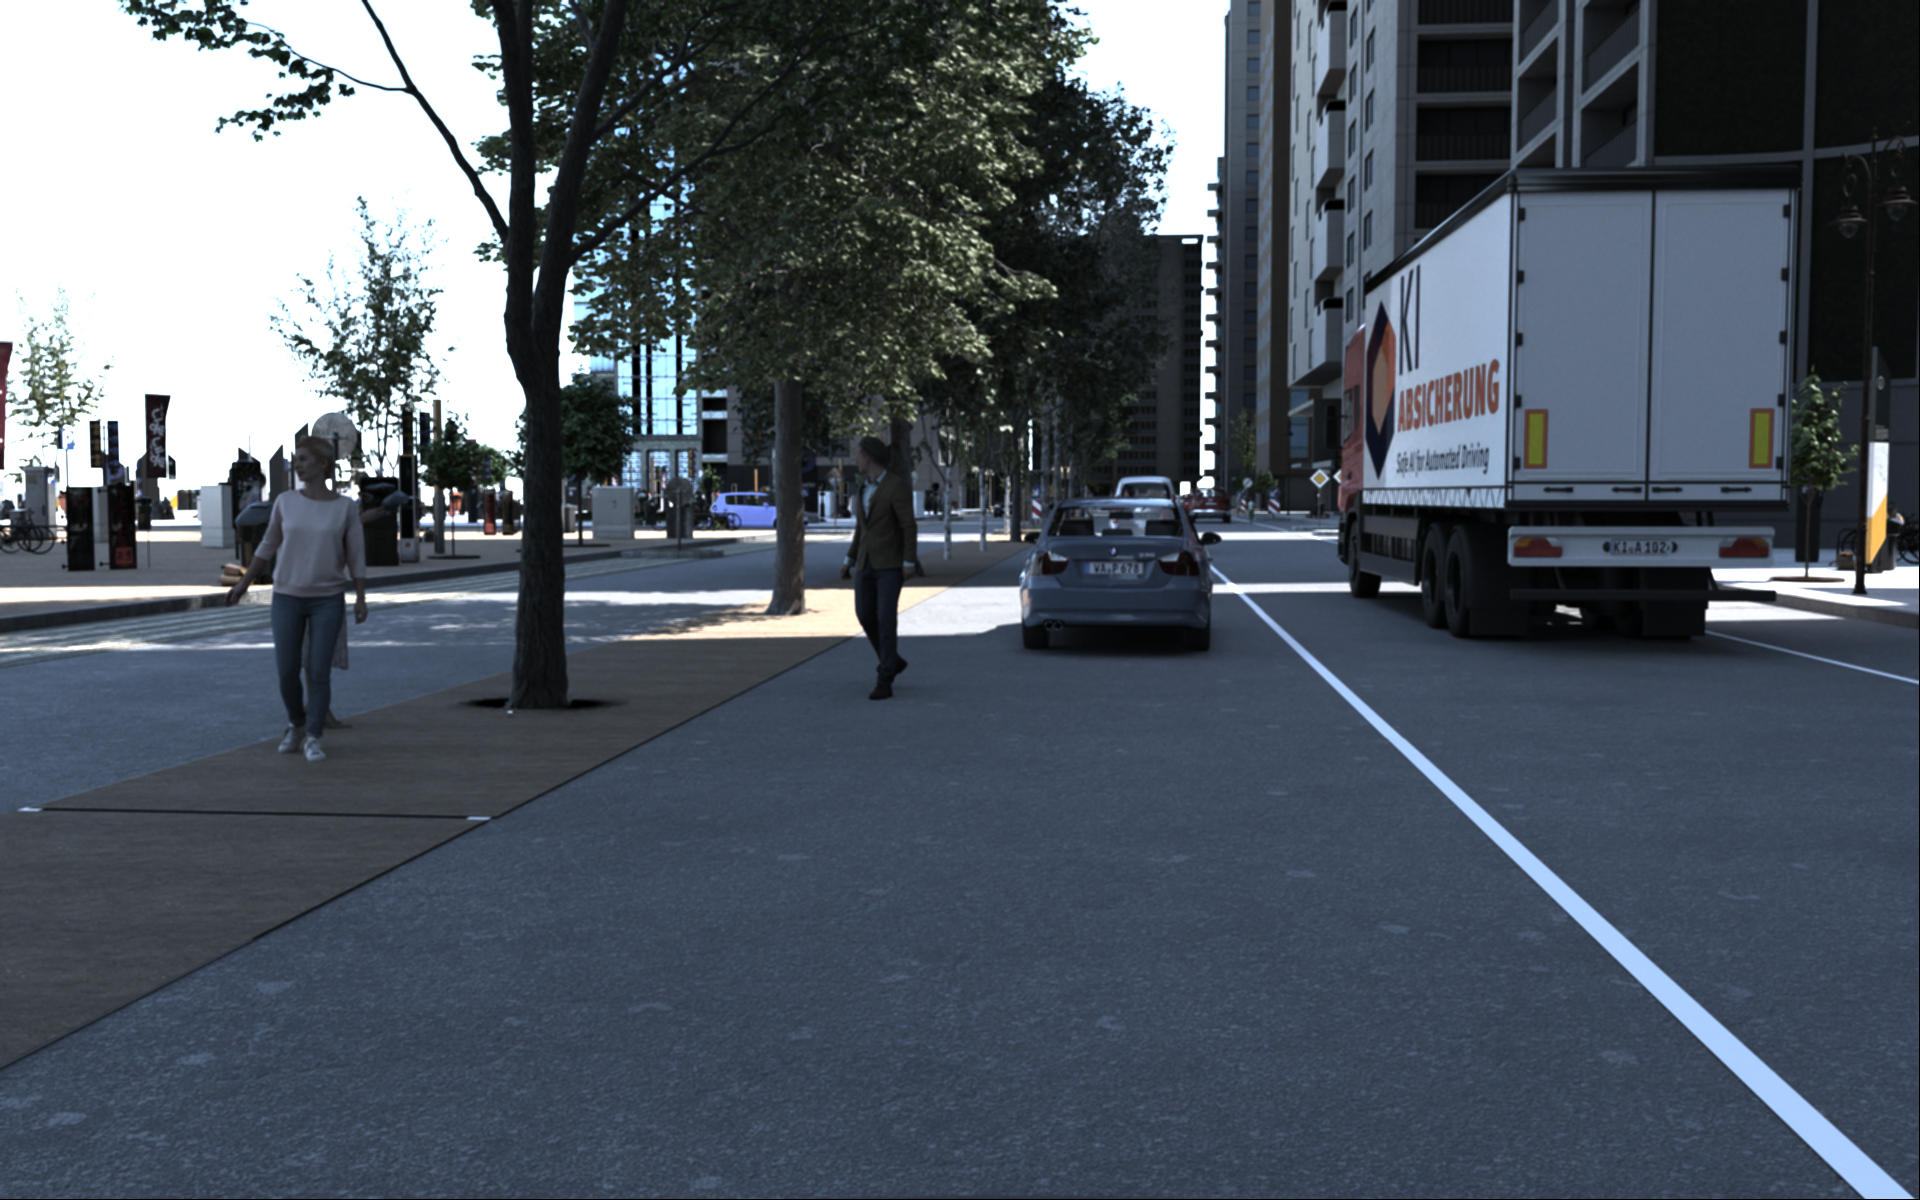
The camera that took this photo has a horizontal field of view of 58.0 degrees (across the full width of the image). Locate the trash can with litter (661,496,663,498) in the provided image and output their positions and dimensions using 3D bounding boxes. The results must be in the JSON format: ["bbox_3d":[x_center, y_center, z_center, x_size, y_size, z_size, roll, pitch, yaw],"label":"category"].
[{"bbox_3d":[-19.542,-6.183,112.143,2.233,1.210,1.678,0,4,5],"label":"trash can with litter"}]

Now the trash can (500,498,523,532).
[{"bbox_3d":[-15.071,-2.848,58.214,0.748,1.137,0.748,0,3,0],"label":"trash can"}]

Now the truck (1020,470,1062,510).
[{"bbox_3d":[6.605,-8.796,139.739,3.469,3.379,9.791,0,4,7],"label":"truck"}]

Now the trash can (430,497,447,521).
[{"bbox_3d":[-23.880,-4.143,79.392,0.748,1.137,0.748,0,3,0],"label":"trash can"}]

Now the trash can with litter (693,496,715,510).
[{"bbox_3d":[-14.794,-5.378,99.312,0.624,1.170,1.055,2,4,32],"label":"trash can with litter"}]

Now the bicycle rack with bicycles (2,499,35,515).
[{"bbox_3d":[-66.842,-6.671,122.446,2.852,0.926,2.925,-3,4,-38],"label":"bicycle rack with bicycles"}]

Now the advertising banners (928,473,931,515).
[{"bbox_3d":[-1.874,-6.722,106.092,0.090,3.025,2.074,0,4,2],"label":"advertising banners"}]

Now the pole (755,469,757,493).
[{"bbox_3d":[-16.652,-9.024,141.393,0.158,3.312,0.155,0,3,0],"label":"pole"}]

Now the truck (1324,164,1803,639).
[{"bbox_3d":[6.338,-1.928,20.436,2.839,4.237,11.283,0,4,4],"label":"truck"}]

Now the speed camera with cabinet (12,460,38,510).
[{"bbox_3d":[-54.655,-6.565,101.670,2.038,3.252,0.660,3,4,38],"label":"speed camera with cabinet"}]

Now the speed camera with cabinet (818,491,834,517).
[{"bbox_3d":[-8.224,-6.381,98.673,2.038,3.252,0.660,1,4,17],"label":"speed camera with cabinet"}]

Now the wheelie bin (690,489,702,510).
[{"bbox_3d":[-15.350,-5.680,100.777,0.693,1.594,0.980,-2,4,-28],"label":"wheelie bin"}]

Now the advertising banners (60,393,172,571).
[{"bbox_3d":[-14.324,-2.038,29.502,0.090,3.025,2.074,2,4,31],"label":"advertising banners"}]

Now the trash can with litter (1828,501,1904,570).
[{"bbox_3d":[15.214,-1.082,29.084,1.055,1.170,0.624,1,4,19],"label":"trash can with litter"}]

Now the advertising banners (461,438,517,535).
[{"bbox_3d":[-14.664,-3.538,54.031,2.074,3.025,0.090,2,4,29],"label":"advertising banners"}]

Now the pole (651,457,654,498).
[{"bbox_3d":[-17.089,-6.266,96.288,0.158,3.312,0.155,0,3,0],"label":"pole"}]

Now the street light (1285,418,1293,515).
[{"bbox_3d":[19.875,-8.067,104.686,0.468,5.910,1.993,0,4,6],"label":"street light"}]

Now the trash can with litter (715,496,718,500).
[{"bbox_3d":[-18.499,-7.327,131.178,0.624,1.170,1.055,3,4,37],"label":"trash can with litter"}]

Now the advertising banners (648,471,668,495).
[{"bbox_3d":[-23.294,-8.318,132.191,2.074,3.025,0.090,1,4,9],"label":"advertising banners"}]

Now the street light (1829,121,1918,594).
[{"bbox_3d":[11.534,-3.012,22.027,0.468,5.910,1.993,0,4,6],"label":"street light"}]

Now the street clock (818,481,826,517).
[{"bbox_3d":[-7.598,-5.568,95.611,0.358,2.002,0.471,-2,4,-35],"label":"street clock"}]

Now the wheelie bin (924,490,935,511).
[{"bbox_3d":[-2.346,-7.696,133.742,0.980,1.594,0.693,1,4,16],"label":"wheelie bin"}]

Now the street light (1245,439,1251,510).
[{"bbox_3d":[23.545,-10.341,141.866,0.468,5.910,1.993,0,4,6],"label":"street light"}]

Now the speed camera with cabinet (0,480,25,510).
[{"bbox_3d":[-60.510,-7.094,110.317,2.038,3.252,0.660,-3,5,-41],"label":"speed camera with cabinet"}]

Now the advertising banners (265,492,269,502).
[{"bbox_3d":[-48.665,-7.630,120.932,2.074,3.025,0.090,2,4,25],"label":"advertising banners"}]

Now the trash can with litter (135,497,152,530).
[{"bbox_3d":[-29.423,-3.108,62.204,0.624,1.170,1.055,-3,4,-39],"label":"trash can with litter"}]

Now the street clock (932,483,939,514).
[{"bbox_3d":[-1.536,-6.379,108.863,0.358,2.002,0.471,3,5,41],"label":"street clock"}]

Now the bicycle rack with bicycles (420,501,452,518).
[{"bbox_3d":[-29.354,-4.939,94.127,2.925,0.926,2.852,3,4,38],"label":"bicycle rack with bicycles"}]

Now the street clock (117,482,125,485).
[{"bbox_3d":[-50.648,-6.116,104.570,0.471,2.002,0.358,-1,4,-21],"label":"street clock"}]

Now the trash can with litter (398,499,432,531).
[{"bbox_3d":[-19.131,-3.021,60.452,1.678,1.210,2.233,-1,4,-9],"label":"trash can with litter"}]

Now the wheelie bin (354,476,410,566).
[{"bbox_3d":[-10.325,-1.407,30.915,0.980,1.594,0.693,-1,4,-20],"label":"wheelie bin"}]

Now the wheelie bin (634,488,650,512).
[{"bbox_3d":[-16.817,-5.107,91.399,0.693,1.594,0.980,-3,5,-42],"label":"wheelie bin"}]

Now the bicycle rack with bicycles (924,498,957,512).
[{"bbox_3d":[-1.584,-7.925,142.958,2.852,0.926,2.925,0,4,-6],"label":"bicycle rack with bicycles"}]

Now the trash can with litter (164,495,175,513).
[{"bbox_3d":[-52.984,-6.404,115.755,1.678,1.210,2.233,-2,4,-27],"label":"trash can with litter"}]

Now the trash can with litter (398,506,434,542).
[{"bbox_3d":[-14.422,-2.119,46.036,0.624,1.170,1.055,3,5,40],"label":"trash can with litter"}]

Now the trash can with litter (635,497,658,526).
[{"bbox_3d":[-12.814,-3.613,70.464,1.055,1.170,0.624,1,4,10],"label":"trash can with litter"}]

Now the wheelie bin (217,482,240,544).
[{"bbox_3d":[-18.749,-2.249,44.672,0.980,1.594,0.693,-2,4,-30],"label":"wheelie bin"}]

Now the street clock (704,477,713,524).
[{"bbox_3d":[-10.906,-4.310,75.034,0.358,2.002,0.471,1,4,15],"label":"street clock"}]

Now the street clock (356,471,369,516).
[{"bbox_3d":[-19.072,-3.102,55.287,0.471,2.002,0.358,2,4,30],"label":"street clock"}]

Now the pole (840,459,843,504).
[{"bbox_3d":[-6.878,-6.517,100.397,0.158,3.312,0.155,0,3,0],"label":"pole"}]

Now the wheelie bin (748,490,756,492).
[{"bbox_3d":[-16.761,-8.041,139.376,0.980,1.594,0.693,-2,4,-32],"label":"wheelie bin"}]

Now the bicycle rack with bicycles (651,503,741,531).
[{"bbox_3d":[-8.949,-2.872,60.341,2.925,0.926,2.852,1,4,17],"label":"bicycle rack with bicycles"}]

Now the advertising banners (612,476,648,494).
[{"bbox_3d":[-19.102,-6.319,99.506,2.074,3.025,0.090,-2,4,-27],"label":"advertising banners"}]

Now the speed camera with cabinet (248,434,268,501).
[{"bbox_3d":[-23.543,-3.785,56.217,0.660,3.252,2.038,2,4,35],"label":"speed camera with cabinet"}]

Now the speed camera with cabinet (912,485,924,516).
[{"bbox_3d":[-2.829,-6.616,102.507,0.660,3.252,2.038,-2,4,-30],"label":"speed camera with cabinet"}]

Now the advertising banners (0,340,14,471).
[{"bbox_3d":[-11.627,-1.409,19.229,2.074,3.025,0.090,-2,4,-33],"label":"advertising banners"}]

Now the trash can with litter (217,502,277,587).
[{"bbox_3d":[-9.940,-0.792,24.342,0.624,1.170,1.055,0,4,7],"label":"trash can with litter"}]

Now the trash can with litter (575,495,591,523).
[{"bbox_3d":[-17.538,-3.995,76.381,2.233,1.210,1.678,-2,4,-35],"label":"trash can with litter"}]

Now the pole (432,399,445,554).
[{"bbox_3d":[-11.199,-2.650,37.175,0.158,3.312,0.155,0,3,0],"label":"pole"}]

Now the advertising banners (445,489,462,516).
[{"bbox_3d":[-30.193,-6.530,102.960,0.090,3.025,2.074,2,4,31],"label":"advertising banners"}]

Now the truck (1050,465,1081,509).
[{"bbox_3d":[10.129,-10.890,166.968,2.839,4.237,11.283,0,4,7],"label":"truck"}]
